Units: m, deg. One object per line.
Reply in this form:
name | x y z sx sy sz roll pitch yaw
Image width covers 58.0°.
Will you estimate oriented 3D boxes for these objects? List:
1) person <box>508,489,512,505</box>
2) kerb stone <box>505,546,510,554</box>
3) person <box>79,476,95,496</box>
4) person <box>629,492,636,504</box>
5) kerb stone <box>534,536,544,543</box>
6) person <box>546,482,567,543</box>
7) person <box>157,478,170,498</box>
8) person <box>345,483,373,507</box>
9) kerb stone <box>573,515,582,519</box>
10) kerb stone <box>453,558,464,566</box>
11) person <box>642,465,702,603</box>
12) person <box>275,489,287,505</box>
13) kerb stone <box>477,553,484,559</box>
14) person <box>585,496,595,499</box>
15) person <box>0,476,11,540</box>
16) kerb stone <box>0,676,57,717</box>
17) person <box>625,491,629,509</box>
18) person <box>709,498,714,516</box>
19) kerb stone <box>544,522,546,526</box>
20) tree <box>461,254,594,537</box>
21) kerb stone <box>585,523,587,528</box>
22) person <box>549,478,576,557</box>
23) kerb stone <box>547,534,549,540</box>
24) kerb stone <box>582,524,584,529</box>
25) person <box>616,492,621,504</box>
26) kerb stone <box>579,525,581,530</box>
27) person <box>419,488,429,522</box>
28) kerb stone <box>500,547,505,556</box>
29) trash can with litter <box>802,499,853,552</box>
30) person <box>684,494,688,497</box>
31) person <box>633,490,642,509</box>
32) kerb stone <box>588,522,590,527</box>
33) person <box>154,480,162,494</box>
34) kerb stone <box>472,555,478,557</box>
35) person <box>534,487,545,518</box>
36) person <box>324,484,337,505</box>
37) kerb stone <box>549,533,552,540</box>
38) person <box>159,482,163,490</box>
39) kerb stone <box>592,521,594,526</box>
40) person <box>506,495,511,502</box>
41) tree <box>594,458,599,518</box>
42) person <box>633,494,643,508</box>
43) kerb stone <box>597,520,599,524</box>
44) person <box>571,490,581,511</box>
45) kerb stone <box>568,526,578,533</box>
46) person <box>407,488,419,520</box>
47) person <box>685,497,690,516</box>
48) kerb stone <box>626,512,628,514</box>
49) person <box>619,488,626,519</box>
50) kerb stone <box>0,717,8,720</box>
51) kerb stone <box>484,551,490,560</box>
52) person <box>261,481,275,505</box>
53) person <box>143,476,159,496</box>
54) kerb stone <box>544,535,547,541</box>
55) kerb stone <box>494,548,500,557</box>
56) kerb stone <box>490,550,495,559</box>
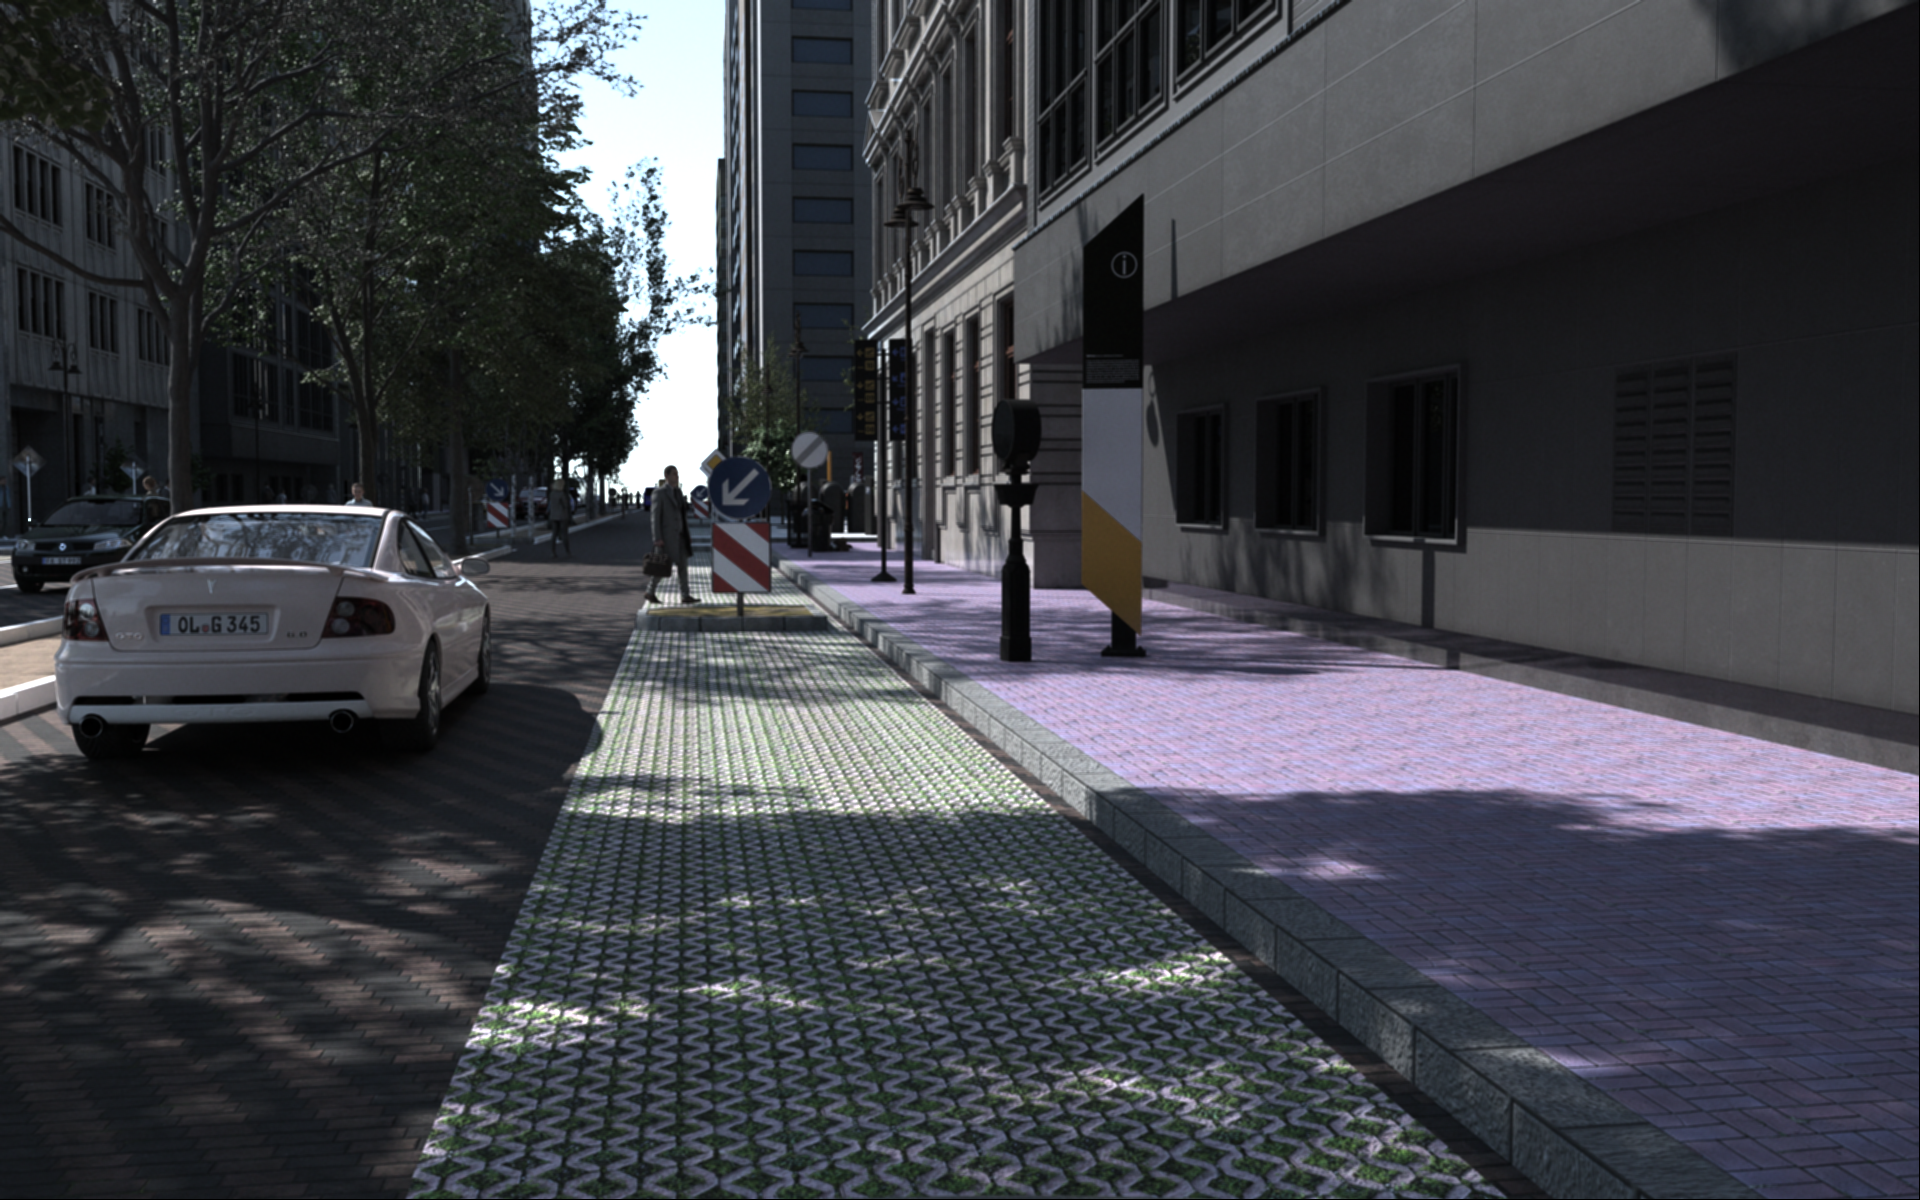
person | -53.225 -12.205 205.564 1.348 1.831 0.705 0 4 -8
kerb stone | -10.867 -1.156 41.139 0.120 0.150 1.000 -1 4 -9
person | -26.758 -2.877 53.181 0.850 1.850 0.679 0 4 3
person | -41.610 -12.830 219.005 1.217 1.736 0.721 0 4 -6
kerb stone | -12.388 -1.750 50.804 0.120 0.150 1.000 -1 4 -9
person | -11.706 -2.536 50.315 0.601 1.785 0.444 3 4 39
person | -19.260 -2.055 42.068 0.822 1.834 0.622 -3 4 -38
person | -9.401 -1.028 27.113 0.589 1.601 0.330 0 4 -8
kerb stone | -22.557 -4.888 102.117 0.120 0.150 1.000 -1 4 -9
kerb stone | -9.604 -0.662 33.027 0.120 0.150 1.000 -1 4 -9
person | -3.742 -0.850 22.501 0.767 1.812 0.694 2 4 30
person | -29.768 -4.117 75.953 0.503 1.515 0.523 -1 4 -19
kerb stone | -10.080 -0.842 36.073 0.120 0.150 1.000 -1 4 -9
person | -32.865 -8.888 153.906 0.705 1.812 1.348 3 4 38
person | -26.765 -2.568 48.371 0.444 1.785 0.601 2 4 33
kerb stone | -6.269 0.638 11.756 0.120 0.150 1.000 -1 4 -9
person | -31.957 -9.615 165.847 0.705 1.807 1.348 1 4 14
person | -16.022 -6.012 111.461 0.362 1.253 0.373 -2 4 -29
kerb stone | -18.584 -3.335 76.794 0.120 0.150 1.000 -1 4 -9
tree | -13.611 -6.096 52.490 4.737 8.622 4.395 0 3 0
kerb stone | -15.711 -3.050 72.060 0.120 0.150 1.000 -1 4 -9
person | -9.085 -1.878 39.393 0.537 1.800 0.526 3 5 45
kerb stone | -12.706 -1.873 52.823 0.120 0.150 1.000 -1 4 -9
kerb stone | -15.400 -2.926 70.030 0.120 0.150 1.000 -1 4 -9
person | -48.194 -14.377 244.123 0.434 1.755 0.990 3 4 37
kerb stone | -15.092 -2.802 68.009 0.120 0.150 1.000 -1 4 -9
person | -27.779 -4.930 89.782 0.731 1.740 0.598 3 5 41
kerb stone | -10.719 -1.097 40.128 0.120 0.150 1.000 -1 4 -9
trash can with litter | -2.956 -1.669 38.676 1.055 1.170 0.624 -3 5 -41
person | -30.547 -11.032 192.107 0.697 1.427 0.421 1 4 9
person | -31.147 -9.736 167.668 1.348 1.826 0.705 3 5 42
kerb stone | -16.040 -3.173 74.080 0.120 0.150 1.000 -1 4 -9
person | -23.886 -2.651 51.619 0.659 1.850 0.755 0 4 5
kerb stone | -9.921 -0.786 35.050 0.120 0.150 1.000 -1 4 -9
person | -25.397 -5.911 104.922 0.755 1.850 0.659 1 4 10
person | -31.098 -4.844 85.424 0.709 1.800 0.728 1 4 9
kerb stone | -12.858 -1.935 53.835 0.120 0.150 1.000 -1 4 -9
person | -24.308 -2.687 52.605 0.661 1.801 0.590 -1 4 -19
kerb stone | -16.509 -3.360 77.133 0.120 0.150 1.000 -1 4 -9
person | -39.226 -8.616 149.379 0.705 1.822 1.348 2 4 35
tree | -14.276 -6.389 57.272 4.737 8.622 4.395 0 3 0
person | -33.844 -10.557 181.898 1.217 1.735 0.721 0 4 4
kerb stone | -17.146 -3.608 81.186 0.120 0.150 1.000 -1 4 -9
person | -32.059 -8.278 143.871 1.348 1.821 0.705 1 4 11
kerb stone | -14.764 -2.679 65.992 0.120 0.150 1.000 -1 4 -9
person | -30.500 -5.362 96.561 0.834 1.777 0.661 -3 5 -40
person | -17.540 -5.999 111.260 0.373 1.253 0.362 1 4 21
kerb stone | -23.017 -5.898 118.635 0.120 0.150 1.000 -1 4 -9
person | -19.508 -5.580 100.080 0.374 1.781 0.599 0 4 -3
kerb stone | -6.110 0.710 10.744 0.120 0.150 1.000 -1 4 -9
kerb stone | -10.236 -0.911 37.093 0.120 0.150 1.000 -1 4 -9
person | -29.742 -4.184 74.421 0.622 1.834 0.822 0 4 -3
person | -15.039 -1.410 32.108 0.362 1.759 0.519 0 4 -8
kerb stone | -12.546 -1.812 51.814 0.120 0.150 1.000 -1 4 -9
kerb stone | -10.556 -1.029 39.117 0.120 0.150 1.000 -1 4 -9
kerb stone | -10.397 -0.973 38.102 0.120 0.150 1.000 -1 4 -9
